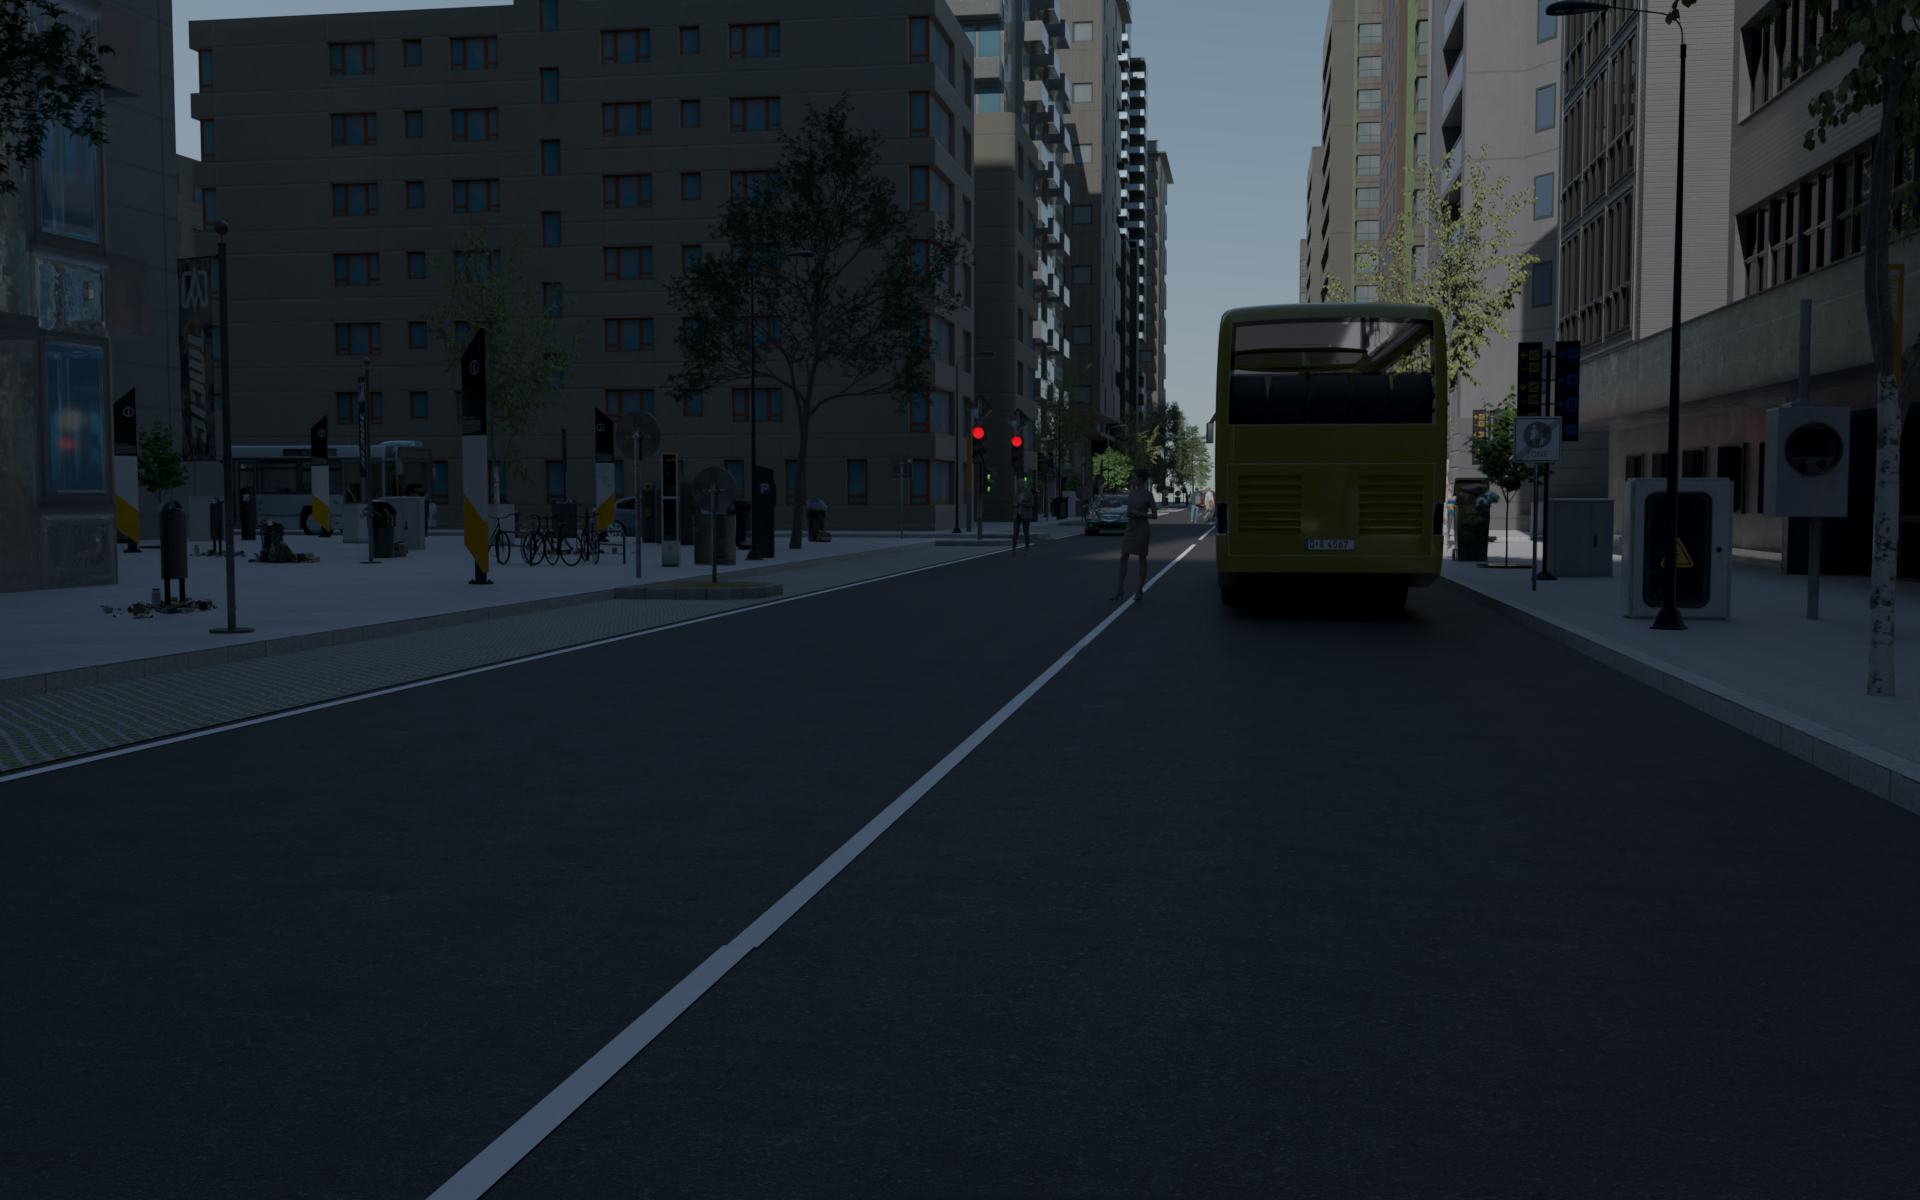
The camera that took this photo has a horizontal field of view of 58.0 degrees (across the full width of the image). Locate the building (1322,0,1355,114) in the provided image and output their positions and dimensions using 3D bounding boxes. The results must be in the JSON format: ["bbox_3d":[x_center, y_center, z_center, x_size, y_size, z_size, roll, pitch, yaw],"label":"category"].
[{"bbox_3d":[44.297,-32.729,158.819,21.300,48.544,21.600,1,4,10],"label":"building"}]

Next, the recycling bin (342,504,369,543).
[{"bbox_3d":[-15.679,-2.009,45.407,0.722,1.027,0.722,2,4,34],"label":"recycling bin"}]

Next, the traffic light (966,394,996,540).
[{"bbox_3d":[0.575,-3.642,48.475,0.839,4.253,0.868,1,4,10],"label":"traffic light"}]

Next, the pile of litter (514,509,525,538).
[{"bbox_3d":[-13.279,-2.238,50.559,1.176,0.858,1.719,-2,4,-33],"label":"pile of litter"}]

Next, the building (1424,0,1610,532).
[{"bbox_3d":[32.238,-31.793,61.812,28.212,58.520,21.231,1,4,10],"label":"building"}]

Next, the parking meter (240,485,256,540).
[{"bbox_3d":[-19.830,-2.436,48.242,0.372,1.533,0.369,0,3,0],"label":"parking meter"}]

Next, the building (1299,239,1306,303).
[{"bbox_3d":[61.184,-36.295,277.013,14.154,41.232,14.086,1,4,10],"label":"building"}]

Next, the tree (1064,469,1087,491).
[{"bbox_3d":[8.569,-8.253,129.537,1.663,3.219,1.824,0,3,0],"label":"tree"}]

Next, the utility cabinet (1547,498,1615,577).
[{"bbox_3d":[9.602,-0.959,26.847,1.020,1.237,0.306,-1,4,-12],"label":"utility cabinet"}]

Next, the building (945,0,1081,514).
[{"bbox_3d":[-4.822,-30.091,111.599,23.786,49.044,30.456,1,4,10],"label":"building"}]

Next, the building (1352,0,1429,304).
[{"bbox_3d":[39.017,-27.991,141.246,14.154,41.232,14.086,1,4,10],"label":"building"}]

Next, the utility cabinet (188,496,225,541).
[{"bbox_3d":[-20.389,-2.197,47.079,1.020,1.237,0.306,0,4,-4],"label":"utility cabinet"}]

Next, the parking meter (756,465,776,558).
[{"bbox_3d":[-3.895,-1.779,34.798,0.399,1.863,0.255,0,4,-1],"label":"parking meter"}]

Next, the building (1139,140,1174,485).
[{"bbox_3d":[17.358,-41.213,263.064,28.713,52.752,27.495,1,4,10],"label":"building"}]

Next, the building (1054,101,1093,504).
[{"bbox_3d":[-4.224,-27.742,145.460,32.217,40.220,23.993,1,4,10],"label":"building"}]

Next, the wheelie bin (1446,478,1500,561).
[{"bbox_3d":[9.811,-1.541,33.105,0.980,1.594,0.693,0,4,8],"label":"wheelie bin"}]

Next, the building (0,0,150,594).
[{"bbox_3d":[-23.522,-24.000,12.013,23.786,49.044,30.456,1,4,10],"label":"building"}]

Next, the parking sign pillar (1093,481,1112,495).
[{"bbox_3d":[10.430,-8.455,126.710,1.447,3.967,1.447,1,4,20],"label":"parking sign pillar"}]

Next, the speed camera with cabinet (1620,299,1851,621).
[{"bbox_3d":[7.885,-1.426,17.657,2.038,3.252,0.660,1,4,12],"label":"speed camera with cabinet"}]

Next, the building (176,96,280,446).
[{"bbox_3d":[-54.830,-14.697,85.338,28.899,21.520,27.650,1,4,10],"label":"building"}]

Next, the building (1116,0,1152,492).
[{"bbox_3d":[15.107,-56.227,231.982,22.319,86.520,31.000,1,4,10],"label":"building"}]

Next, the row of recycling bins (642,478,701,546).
[{"bbox_3d":[-7.436,-2.302,44.757,1.069,1.692,3.534,-1,4,-23],"label":"row of recycling bins"}]

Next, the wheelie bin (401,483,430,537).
[{"bbox_3d":[-16.162,-2.665,51.481,0.693,1.594,0.980,2,4,26],"label":"wheelie bin"}]

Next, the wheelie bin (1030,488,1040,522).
[{"bbox_3d":[3.339,-4.391,79.695,0.693,1.594,0.980,0,4,3],"label":"wheelie bin"}]

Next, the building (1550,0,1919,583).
[{"bbox_3d":[18.917,-12.684,26.454,14.314,24.678,30.058,1,4,10],"label":"building"}]

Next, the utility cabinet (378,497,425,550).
[{"bbox_3d":[-12.844,-1.754,39.840,1.020,1.237,0.306,1,4,12],"label":"utility cabinet"}]

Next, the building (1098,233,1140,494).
[{"bbox_3d":[12.276,-25.645,191.003,14.160,30.474,14.107,1,4,10],"label":"building"}]

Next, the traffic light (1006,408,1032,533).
[{"bbox_3d":[1.900,-4.124,56.350,0.839,4.253,0.868,1,4,10],"label":"traffic light"}]

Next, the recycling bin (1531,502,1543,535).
[{"bbox_3d":[18.366,-2.563,54.453,0.722,1.027,0.722,2,4,25],"label":"recycling bin"}]

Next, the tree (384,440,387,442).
[{"bbox_3d":[-20.166,-4.073,61.191,1.663,3.219,1.824,0,3,0],"label":"tree"}]

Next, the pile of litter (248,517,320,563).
[{"bbox_3d":[-12.780,-1.146,32.695,1.176,0.858,1.719,-3,4,-37],"label":"pile of litter"}]

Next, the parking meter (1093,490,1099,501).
[{"bbox_3d":[8.938,-6.457,113.981,0.372,1.533,0.369,0,3,0],"label":"parking meter"}]

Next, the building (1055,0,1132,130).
[{"bbox_3d":[1.645,-35.572,170.839,28.713,52.752,27.495,1,4,10],"label":"building"}]

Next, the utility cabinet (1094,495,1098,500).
[{"bbox_3d":[8.663,-5.969,108.749,0.306,1.237,1.020,1,4,17],"label":"utility cabinet"}]

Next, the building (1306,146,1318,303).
[{"bbox_3d":[56.633,-36.962,228.034,21.300,48.544,21.600,1,4,10],"label":"building"}]

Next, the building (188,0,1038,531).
[{"bbox_3d":[-12.096,-14.097,75.525,27.650,21.520,28.899,1,4,10],"label":"building"}]

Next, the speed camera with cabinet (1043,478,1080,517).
[{"bbox_3d":[5.627,-6.201,95.729,2.038,3.252,0.660,0,4,6],"label":"speed camera with cabinet"}]

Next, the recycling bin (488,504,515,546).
[{"bbox_3d":[-11.573,-1.867,43.079,0.722,1.027,0.722,2,4,24],"label":"recycling bin"}]

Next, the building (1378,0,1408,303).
[{"bbox_3d":[33.133,-27.847,105.417,14.600,45.320,14.200,1,4,10],"label":"building"}]

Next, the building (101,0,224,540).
[{"bbox_3d":[-33.831,-36.909,41.715,20.611,71.187,20.563,1,4,10],"label":"building"}]
